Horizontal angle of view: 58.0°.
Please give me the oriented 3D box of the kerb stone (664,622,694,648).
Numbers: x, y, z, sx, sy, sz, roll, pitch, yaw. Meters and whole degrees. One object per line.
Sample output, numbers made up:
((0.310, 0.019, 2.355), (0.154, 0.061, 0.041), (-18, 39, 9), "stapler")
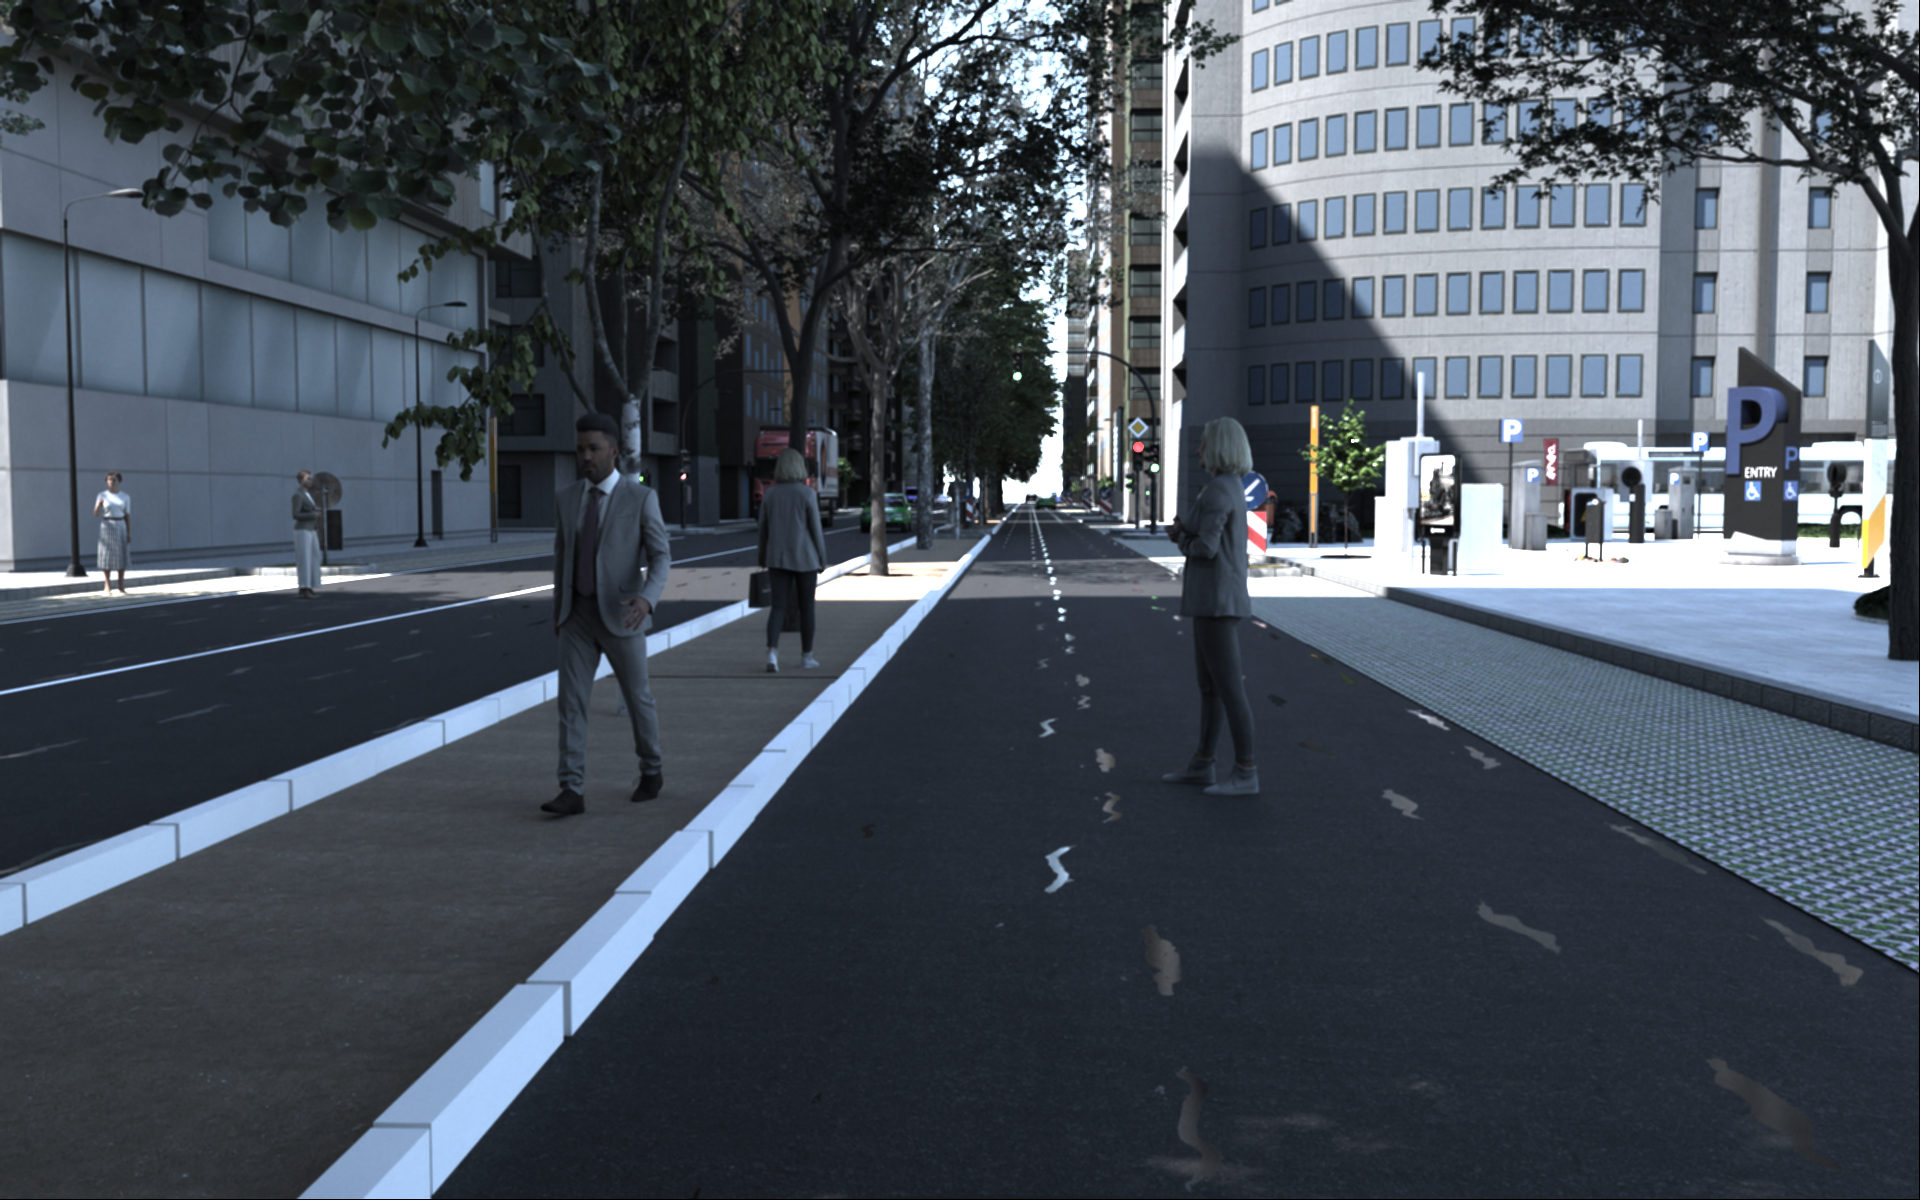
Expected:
((-2.718, 0.349, 16.486), (0.120, 0.150, 1.000), (0, 4, 2), "kerb stone")

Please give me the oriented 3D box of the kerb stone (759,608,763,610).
((-2.512, 0.040, 21.606), (0.120, 0.150, 1.000), (0, 4, 2), "kerb stone")

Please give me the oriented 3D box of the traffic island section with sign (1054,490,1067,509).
((10.099, -9.393, 162.198), (1.989, 1.847, 2.006), (0, 4, 2), "traffic island section with sign")

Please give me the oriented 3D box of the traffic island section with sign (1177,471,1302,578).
((4.862, -1.334, 30.436), (1.989, 1.847, 2.006), (0, 4, 2), "traffic island section with sign")

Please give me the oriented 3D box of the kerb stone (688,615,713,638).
((-2.677, 0.287, 17.507), (0.120, 0.150, 1.000), (0, 4, 2), "kerb stone")

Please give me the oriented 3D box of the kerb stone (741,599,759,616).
((-2.552, 0.099, 20.584), (0.120, 0.150, 1.000), (0, 4, 2), "kerb stone")

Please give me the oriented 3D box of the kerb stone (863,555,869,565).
((-1.984, -0.773, 34.909), (0.120, 0.150, 1.000), (0, 4, 2), "kerb stone")

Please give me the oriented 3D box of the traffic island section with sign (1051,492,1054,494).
((11.204, -11.094, 190.020), (1.989, 1.847, 2.006), (0, 4, 2), "traffic island section with sign")

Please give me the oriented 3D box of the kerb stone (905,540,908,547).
((-1.538, -1.462, 46.175), (0.120, 0.150, 1.000), (0, 4, 2), "kerb stone")

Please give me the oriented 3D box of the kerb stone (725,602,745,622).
((-2.603, 0.161, 19.560), (0.120, 0.150, 1.000), (0, 4, 2), "kerb stone")

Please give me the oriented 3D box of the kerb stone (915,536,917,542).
((-1.373, -1.717, 50.277), (0.120, 0.150, 1.000), (0, 4, 2), "kerb stone")

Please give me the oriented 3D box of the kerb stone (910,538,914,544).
((-1.452, -1.592, 48.232), (0.120, 0.150, 1.000), (0, 4, 2), "kerb stone")

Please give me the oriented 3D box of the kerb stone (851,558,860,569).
((-2.064, -0.653, 32.866), (0.120, 0.150, 1.000), (0, 4, 2), "kerb stone")

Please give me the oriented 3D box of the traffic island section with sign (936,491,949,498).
((-2.951, -14.515, 245.945), (1.989, 1.847, 2.006), (0, 4, 2), "traffic island section with sign")

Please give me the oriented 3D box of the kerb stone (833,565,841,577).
((-2.197, -0.461, 29.800), (0.120, 0.150, 1.000), (0, 4, 2), "kerb stone")

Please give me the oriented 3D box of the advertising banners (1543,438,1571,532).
((19.141, -3.545, 54.142), (0.090, 3.025, 2.074), (-3, 5, -40), "advertising banners")

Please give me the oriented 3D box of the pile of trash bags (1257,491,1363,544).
((8.914, -2.175, 45.309), (3.447, 1.369, 1.912), (-3, 5, -42), "pile of trash bags")

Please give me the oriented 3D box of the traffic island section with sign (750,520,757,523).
((-9.313, -4.730, 85.967), (1.989, 1.847, 2.006), (0, 4, 2), "traffic island section with sign")

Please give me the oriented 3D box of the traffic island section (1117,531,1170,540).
((6.169, -2.008, 55.117), (2.009, 0.180, 2.903), (0, 4, 2), "traffic island section")

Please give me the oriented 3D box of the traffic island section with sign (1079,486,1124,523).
((7.069, -4.722, 85.830), (1.989, 1.847, 2.006), (0, 4, 2), "traffic island section with sign")

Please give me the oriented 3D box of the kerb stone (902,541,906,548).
((-1.566, -1.404, 45.146), (0.120, 0.150, 1.000), (0, 4, 2), "kerb stone")

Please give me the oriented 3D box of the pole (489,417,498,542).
((-12.382, -3.188, 45.960), (0.158, 3.312, 0.155), (0, 3, 0), "pole")

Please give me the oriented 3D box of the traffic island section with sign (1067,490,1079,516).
((8.143, -6.379, 112.925), (1.989, 1.847, 2.006), (0, 4, 2), "traffic island section with sign")

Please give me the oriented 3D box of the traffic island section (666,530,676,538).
((-10.509, -2.049, 55.783), (2.009, 0.180, 2.903), (0, 4, 2), "traffic island section")

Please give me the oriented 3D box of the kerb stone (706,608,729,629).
((-2.640, 0.224, 18.530), (0.120, 0.150, 1.000), (0, 4, 2), "kerb stone")

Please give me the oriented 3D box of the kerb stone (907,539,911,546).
((-1.494, -1.528, 47.203), (0.120, 0.150, 1.000), (0, 4, 2), "kerb stone")

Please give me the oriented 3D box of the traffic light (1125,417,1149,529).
((6.446, -4.530, 62.983), (0.839, 4.253, 0.868), (0, 4, 2), "traffic light")

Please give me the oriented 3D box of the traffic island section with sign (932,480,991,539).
((-0.124, -2.903, 55.605), (2.006, 1.907, 1.989), (0, 4, 2), "traffic island section with sign")

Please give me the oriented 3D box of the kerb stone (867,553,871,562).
((-1.951, -0.835, 35.932), (0.120, 0.150, 1.000), (0, 4, 2), "kerb stone")

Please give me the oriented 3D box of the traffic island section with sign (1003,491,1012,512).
((3.157, -7.948, 138.086), (2.006, 1.907, 1.989), (0, 4, 2), "traffic island section with sign")

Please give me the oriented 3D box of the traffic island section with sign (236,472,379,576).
((-11.509, -1.359, 30.854), (1.989, 1.847, 2.006), (0, 4, 2), "traffic island section with sign")

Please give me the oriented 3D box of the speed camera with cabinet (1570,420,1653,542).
((17.516, -3.196, 46.590), (0.660, 3.252, 2.038), (-3, 5, -44), "speed camera with cabinet")

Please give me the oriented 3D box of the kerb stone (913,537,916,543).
((-1.413, -1.655, 49.255), (0.120, 0.150, 1.000), (0, 4, 2), "kerb stone")

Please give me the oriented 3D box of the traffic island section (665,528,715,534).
((-10.192, -2.537, 63.761), (2.009, 0.180, 2.903), (0, 4, 2), "traffic island section")

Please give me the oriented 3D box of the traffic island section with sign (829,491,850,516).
((-8.226, -6.394, 113.172), (1.989, 1.847, 2.006), (0, 4, 2), "traffic island section with sign")

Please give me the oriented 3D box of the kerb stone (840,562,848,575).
((-2.147, -0.528, 30.823), (0.120, 0.150, 1.000), (0, 4, 2), "kerb stone")

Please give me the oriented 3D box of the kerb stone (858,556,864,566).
((-2.027, -0.715, 33.888), (0.120, 0.150, 1.000), (0, 4, 2), "kerb stone")

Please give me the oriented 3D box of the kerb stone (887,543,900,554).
((-1.658, -1.278, 43.096), (0.120, 0.150, 1.000), (0, 4, 2), "kerb stone")

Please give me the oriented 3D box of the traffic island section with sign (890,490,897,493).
((-6.220, -9.486, 163.724), (1.989, 1.847, 2.006), (0, 4, 2), "traffic island section with sign")

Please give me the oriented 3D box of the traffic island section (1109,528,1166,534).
((6.486, -2.496, 63.096), (2.009, 0.180, 2.903), (0, 4, 2), "traffic island section")

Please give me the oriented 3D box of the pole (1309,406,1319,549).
((8.218, -2.834, 40.182), (0.158, 3.312, 0.155), (0, 3, 0), "pole")

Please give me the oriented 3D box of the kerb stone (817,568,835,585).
((-2.231, -0.399, 28.778), (0.120, 0.150, 1.000), (0, 4, 2), "kerb stone")

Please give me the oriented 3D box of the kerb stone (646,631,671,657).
((-2.768, 0.415, 15.459), (0.120, 0.150, 1.000), (0, 4, 2), "kerb stone")

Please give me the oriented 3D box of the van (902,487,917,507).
((-3.872, -9.014, 151.759), (2.240, 2.365, 5.245), (0, 4, 1), "van")

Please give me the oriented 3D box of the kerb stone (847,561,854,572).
((-2.104, -0.585, 31.845), (0.120, 0.150, 1.000), (0, 4, 2), "kerb stone")

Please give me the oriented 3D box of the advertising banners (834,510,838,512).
((-9.173, -8.033, 127.523), (0.090, 3.025, 2.074), (0, 4, 5), "advertising banners")

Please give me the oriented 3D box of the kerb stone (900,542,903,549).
((-1.612, -1.341, 44.125), (0.120, 0.150, 1.000), (0, 4, 2), "kerb stone")

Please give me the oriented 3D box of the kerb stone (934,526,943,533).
((-0.817, -2.565, 64.141), (0.120, 0.150, 1.000), (0, 4, 2), "kerb stone")

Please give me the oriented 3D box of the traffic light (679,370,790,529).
((-8.059, -5.438, 63.577), (4.771, 5.953, 1.251), (0, 4, 2), "traffic light")

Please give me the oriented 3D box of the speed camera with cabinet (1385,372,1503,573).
((8.046, -2.104, 28.734), (2.038, 3.252, 0.660), (-2, 4, -25), "speed camera with cabinet")
